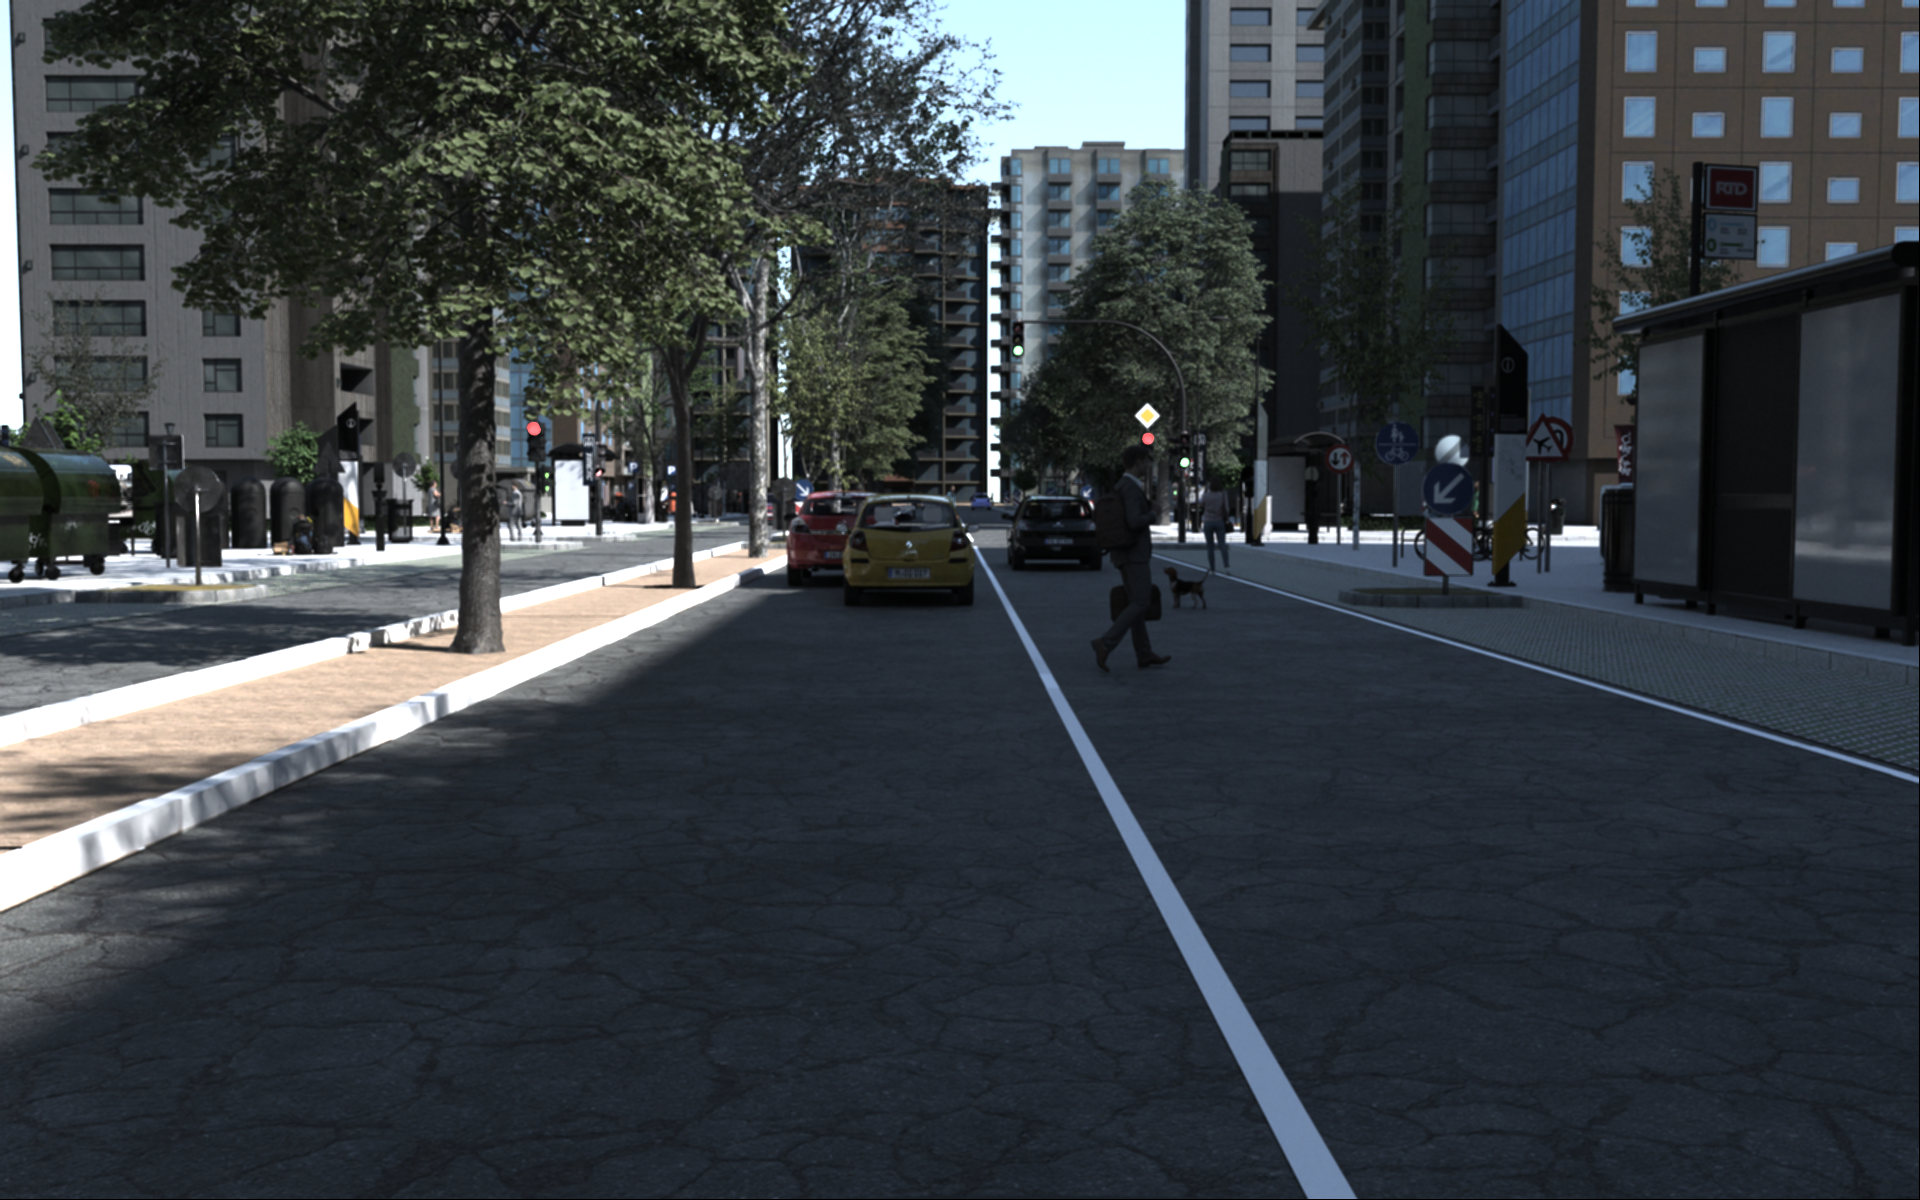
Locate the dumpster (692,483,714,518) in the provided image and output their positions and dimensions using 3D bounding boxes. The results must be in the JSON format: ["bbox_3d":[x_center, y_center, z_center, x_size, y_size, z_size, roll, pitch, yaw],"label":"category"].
[{"bbox_3d":[-13.896,-5.422,94.402,1.264,1.857,1.865,0,4,0],"label":"dumpster"}]

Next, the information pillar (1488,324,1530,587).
[{"bbox_3d":[7.606,-1.996,23.983,0.504,3.616,0.183,-1,4,-20],"label":"information pillar"}]

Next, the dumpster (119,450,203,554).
[{"bbox_3d":[-17.384,-2.149,37.625,1.502,2.255,1.985,0,4,-1],"label":"dumpster"}]

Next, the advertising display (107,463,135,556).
[{"bbox_3d":[-17.573,-1.868,35.754,0.974,1.923,0.123,-2,4,-29],"label":"advertising display"}]

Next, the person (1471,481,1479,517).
[{"bbox_3d":[20.750,-3.866,69.494,0.529,1.795,0.600,-3,4,-38],"label":"person"}]

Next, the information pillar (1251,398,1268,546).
[{"bbox_3d":[7.394,-3.137,42.638,0.183,3.616,0.504,3,5,41],"label":"information pillar"}]

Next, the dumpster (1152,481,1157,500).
[{"bbox_3d":[8.324,-4.745,80.079,1.502,2.255,1.985,0,4,-1],"label":"dumpster"}]

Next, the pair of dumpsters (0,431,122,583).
[{"bbox_3d":[-14.005,-1.392,25.257,1.574,2.255,4.437,0,4,0],"label":"pair of dumpsters"}]

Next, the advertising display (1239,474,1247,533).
[{"bbox_3d":[9.354,-3.182,57.247,0.123,1.923,0.974,1,4,16],"label":"advertising display"}]

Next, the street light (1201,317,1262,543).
[{"bbox_3d":[7.247,-4.461,45.475,1.470,5.913,1.316,0,4,0],"label":"street light"}]

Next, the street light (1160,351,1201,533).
[{"bbox_3d":[7.208,-5.135,56.505,1.470,5.913,1.316,0,4,0],"label":"street light"}]

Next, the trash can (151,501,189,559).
[{"bbox_3d":[-15.636,-1.391,34.393,0.748,1.137,0.748,0,3,0],"label":"trash can"}]

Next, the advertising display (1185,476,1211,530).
[{"bbox_3d":[8.487,-3.478,62.084,0.974,1.923,0.123,0,4,8],"label":"advertising display"}]

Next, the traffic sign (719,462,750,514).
[{"bbox_3d":[-14.113,-7.068,109.436,2.265,3.308,0.079,0,4,8],"label":"traffic sign"}]

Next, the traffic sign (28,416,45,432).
[{"bbox_3d":[-15.468,-1.776,29.047,0.884,2.594,0.081,0,4,6],"label":"traffic sign"}]

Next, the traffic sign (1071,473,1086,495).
[{"bbox_3d":[7.130,-6.384,104.381,0.884,2.594,0.081,0,3,0],"label":"traffic sign"}]

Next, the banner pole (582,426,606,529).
[{"bbox_3d":[-13.344,-4.471,63.111,0.863,3.779,0.401,0,4,-3],"label":"banner pole"}]

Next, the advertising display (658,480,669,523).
[{"bbox_3d":[-13.243,-4.407,77.263,0.123,1.923,0.974,1,4,12],"label":"advertising display"}]

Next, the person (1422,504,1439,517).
[{"bbox_3d":[11.869,-2.257,43.293,0.721,1.781,0.623,0,4,5],"label":"person"}]

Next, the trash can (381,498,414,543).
[{"bbox_3d":[-14.618,-2.053,45.222,0.748,1.137,0.748,0,3,0],"label":"trash can"}]

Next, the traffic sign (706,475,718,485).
[{"bbox_3d":[-15.546,-6.633,108.560,0.768,2.556,0.104,0,4,7],"label":"traffic sign"}]

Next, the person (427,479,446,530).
[{"bbox_3d":[-17.916,-3.240,59.367,0.532,1.782,0.716,-3,5,-43],"label":"person"}]

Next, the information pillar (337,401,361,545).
[{"bbox_3d":[-15.427,-3.201,43.694,0.504,3.616,0.183,-2,4,-32],"label":"information pillar"}]

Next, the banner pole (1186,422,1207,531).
[{"bbox_3d":[8.192,-4.302,60.356,0.863,3.779,0.401,1,4,19],"label":"banner pole"}]

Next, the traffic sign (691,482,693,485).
[{"bbox_3d":[-16.747,-6.476,105.881,0.884,2.594,0.081,0,4,4],"label":"traffic sign"}]

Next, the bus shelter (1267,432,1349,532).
[{"bbox_3d":[11.684,-3.989,59.148,2.014,3.302,5.546,0,4,0],"label":"bus shelter"}]

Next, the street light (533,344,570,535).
[{"bbox_3d":[-12.585,-4.963,53.693,1.470,5.913,1.316,0,4,0],"label":"street light"}]

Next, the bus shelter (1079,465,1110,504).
[{"bbox_3d":[8.586,-6.916,107.003,2.014,3.302,5.546,0,4,0],"label":"bus shelter"}]

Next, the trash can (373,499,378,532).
[{"bbox_3d":[-18.507,-2.697,55.746,0.748,1.137,0.748,0,3,0],"label":"trash can"}]

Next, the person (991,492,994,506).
[{"bbox_3d":[3.717,-11.841,202.910,0.445,1.727,0.742,-1,4,-21],"label":"person"}]

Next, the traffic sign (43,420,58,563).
[{"bbox_3d":[-16.023,-1.863,30.461,0.884,2.594,0.081,0,4,2],"label":"traffic sign"}]

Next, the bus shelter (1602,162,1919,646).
[{"bbox_3d":[8.719,-2.512,18.705,2.179,5.291,8.768,0,4,-1],"label":"bus shelter"}]

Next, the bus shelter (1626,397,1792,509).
[{"bbox_3d":[12.103,-1.971,26.145,2.014,3.302,5.546,0,4,0],"label":"bus shelter"}]

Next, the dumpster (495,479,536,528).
[{"bbox_3d":[-16.825,-3.653,65.484,1.264,1.857,1.865,0,4,0],"label":"dumpster"}]

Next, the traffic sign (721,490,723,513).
[{"bbox_3d":[-15.759,-7.009,114.706,0.768,2.556,0.104,1,4,9],"label":"traffic sign"}]

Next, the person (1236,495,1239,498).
[{"bbox_3d":[20.403,-7.344,126.311,0.583,1.804,0.606,2,4,25],"label":"person"}]

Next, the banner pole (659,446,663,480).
[{"bbox_3d":[-15.576,-6.125,90.162,0.401,3.779,0.863,-2,4,-23],"label":"banner pole"}]

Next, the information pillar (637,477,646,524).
[{"bbox_3d":[-13.684,-4.278,74.440,0.304,2.012,0.304,0,4,4],"label":"information pillar"}]

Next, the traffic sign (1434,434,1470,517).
[{"bbox_3d":[10.498,-2.257,37.003,0.768,2.556,0.104,0,4,7],"label":"traffic sign"}]

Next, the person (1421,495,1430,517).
[{"bbox_3d":[14.950,-2.955,55.191,0.643,1.720,0.563,-1,4,-22],"label":"person"}]

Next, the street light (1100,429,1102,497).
[{"bbox_3d":[6.977,-7.336,92.490,1.470,5.913,1.316,0,4,0],"label":"street light"}]

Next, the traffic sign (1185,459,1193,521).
[{"bbox_3d":[8.403,-3.822,62.596,0.768,2.556,0.104,0,4,5],"label":"traffic sign"}]

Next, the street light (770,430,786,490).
[{"bbox_3d":[-13.193,-9.375,125.830,1.470,5.913,1.316,0,4,0],"label":"street light"}]

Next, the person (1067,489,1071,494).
[{"bbox_3d":[9.128,-8.334,143.129,0.721,1.723,1.217,2,4,26],"label":"person"}]

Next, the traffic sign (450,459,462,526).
[{"bbox_3d":[-17.890,-3.788,62.038,0.768,2.556,0.104,0,4,5],"label":"traffic sign"}]

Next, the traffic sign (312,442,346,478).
[{"bbox_3d":[-15.777,-2.647,43.275,0.884,2.594,0.081,0,4,7],"label":"traffic sign"}]

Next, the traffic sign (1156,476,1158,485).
[{"bbox_3d":[11.201,-5.763,96.354,0.606,2.300,0.079,0,4,4],"label":"traffic sign"}]

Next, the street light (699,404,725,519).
[{"bbox_3d":[-12.854,-7.175,89.846,1.470,5.913,1.316,0,4,0],"label":"street light"}]

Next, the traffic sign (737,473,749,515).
[{"bbox_3d":[-13.404,-6.527,106.822,0.768,2.556,0.104,0,4,6],"label":"traffic sign"}]

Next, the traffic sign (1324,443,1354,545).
[{"bbox_3d":[9.569,-2.666,43.689,0.768,2.556,0.104,0,4,6],"label":"traffic sign"}]

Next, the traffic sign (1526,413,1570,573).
[{"bbox_3d":[9.364,-1.708,27.934,0.884,2.594,0.081,0,4,2],"label":"traffic sign"}]

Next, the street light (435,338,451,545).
[{"bbox_3d":[-12.545,-4.351,43.672,1.470,5.913,1.316,0,4,0],"label":"street light"}]

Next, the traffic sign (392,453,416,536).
[{"bbox_3d":[-17.166,-3.267,53.516,0.768,2.556,0.104,0,4,6],"label":"traffic sign"}]

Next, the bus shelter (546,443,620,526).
[{"bbox_3d":[-15.478,-4.731,71.277,2.014,3.302,5.546,0,4,-1],"label":"bus shelter"}]

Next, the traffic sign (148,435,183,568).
[{"bbox_3d":[-13.770,-1.708,30.059,0.606,2.300,0.079,0,4,3],"label":"traffic sign"}]

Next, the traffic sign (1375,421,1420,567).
[{"bbox_3d":[7.667,-1.856,30.452,0.768,2.556,0.104,0,4,6],"label":"traffic sign"}]

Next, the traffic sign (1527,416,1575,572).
[{"bbox_3d":[9.681,-1.735,28.479,0.768,2.556,0.104,0,4,5],"label":"traffic sign"}]

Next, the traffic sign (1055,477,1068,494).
[{"bbox_3d":[7.237,-7.556,123.539,0.884,2.594,0.081,1,4,9],"label":"traffic sign"}]
